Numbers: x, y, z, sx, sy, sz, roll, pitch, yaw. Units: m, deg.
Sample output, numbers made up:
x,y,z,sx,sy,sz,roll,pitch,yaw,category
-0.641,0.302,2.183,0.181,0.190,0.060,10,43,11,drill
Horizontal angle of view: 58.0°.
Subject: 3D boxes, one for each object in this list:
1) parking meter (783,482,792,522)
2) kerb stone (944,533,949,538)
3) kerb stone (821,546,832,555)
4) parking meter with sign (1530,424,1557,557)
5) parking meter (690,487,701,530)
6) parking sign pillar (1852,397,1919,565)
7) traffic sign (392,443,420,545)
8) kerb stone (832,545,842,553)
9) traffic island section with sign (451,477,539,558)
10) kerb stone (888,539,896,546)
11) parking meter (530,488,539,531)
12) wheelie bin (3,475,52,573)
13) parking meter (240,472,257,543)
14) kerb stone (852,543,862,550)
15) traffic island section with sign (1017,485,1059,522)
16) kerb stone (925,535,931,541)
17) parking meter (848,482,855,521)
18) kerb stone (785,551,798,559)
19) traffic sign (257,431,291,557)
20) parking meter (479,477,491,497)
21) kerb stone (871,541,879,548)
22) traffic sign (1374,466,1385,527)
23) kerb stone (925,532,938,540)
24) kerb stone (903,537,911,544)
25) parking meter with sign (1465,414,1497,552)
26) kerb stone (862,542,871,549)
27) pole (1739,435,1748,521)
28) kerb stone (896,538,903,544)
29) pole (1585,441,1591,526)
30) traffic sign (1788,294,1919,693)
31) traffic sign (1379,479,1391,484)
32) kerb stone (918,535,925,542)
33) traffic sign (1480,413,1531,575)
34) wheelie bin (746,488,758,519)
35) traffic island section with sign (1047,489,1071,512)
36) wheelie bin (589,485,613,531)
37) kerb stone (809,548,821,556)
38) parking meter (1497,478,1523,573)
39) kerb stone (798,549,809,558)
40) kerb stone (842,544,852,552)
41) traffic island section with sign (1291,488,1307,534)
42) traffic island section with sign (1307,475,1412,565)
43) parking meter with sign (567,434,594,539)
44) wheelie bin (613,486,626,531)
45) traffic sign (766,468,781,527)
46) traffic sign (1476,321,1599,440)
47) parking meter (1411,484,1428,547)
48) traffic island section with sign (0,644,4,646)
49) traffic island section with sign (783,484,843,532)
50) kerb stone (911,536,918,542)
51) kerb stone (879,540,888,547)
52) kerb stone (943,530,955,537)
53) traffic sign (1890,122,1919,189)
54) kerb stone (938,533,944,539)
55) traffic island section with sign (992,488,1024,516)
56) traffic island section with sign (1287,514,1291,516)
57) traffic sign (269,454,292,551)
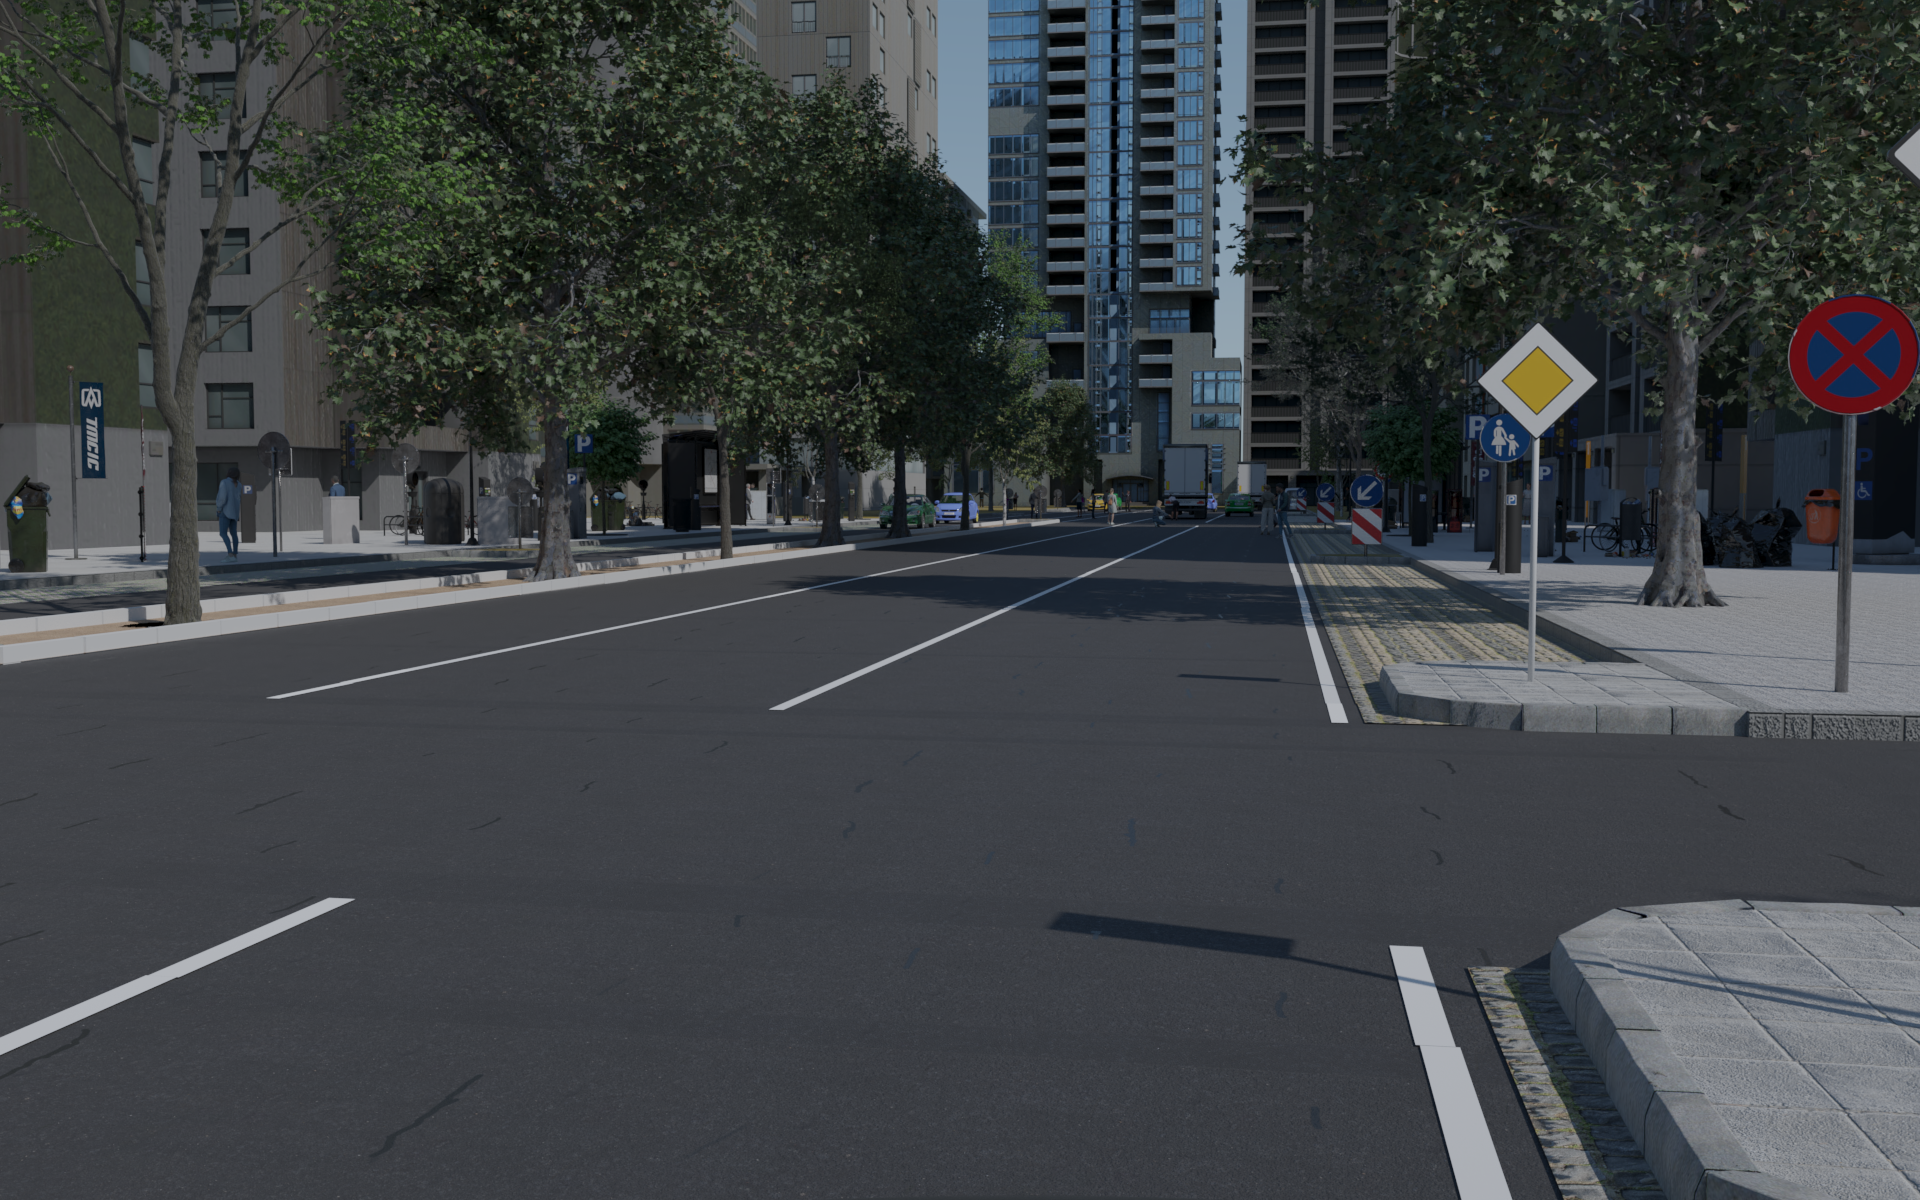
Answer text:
x,y,z,sx,sy,sz,roll,pitch,yaw,category
-8.053,-4.600,80.925,0.399,1.863,0.255,-2,4,-32,parking meter
-0.579,-2.087,56.403,0.120,0.150,1.000,1,4,10,kerb stone
-3.294,-1.166,41.266,0.120,0.150,1.000,1,4,10,kerb stone
12.071,-2.419,35.806,0.543,3.016,1.738,1,4,21,parking meter with sign
-9.349,-3.233,61.268,0.372,1.533,0.369,0,3,0,parking meter
17.009,-2.651,31.817,1.447,3.967,1.447,-2,4,-29,parking sign pillar
-13.870,-2.643,43.312,0.768,2.556,0.104,1,4,12,traffic sign
-3.112,-1.228,42.272,0.120,0.150,1.000,1,4,10,kerb stone
-10.334,-1.908,39.829,1.989,1.847,2.006,1,4,10,traffic island section with sign
-2.035,-1.596,48.328,0.120,0.150,1.000,1,4,10,kerb stone
-14.815,-3.179,60.395,0.372,1.533,0.369,0,3,0,parking meter
-15.318,-1.259,28.492,0.693,1.594,0.980,-2,4,-25,wheelie bin
-18.635,-2.426,45.378,0.399,1.863,0.255,-1,4,-20,parking meter
-2.751,-1.351,44.285,0.120,0.150,1.000,1,4,10,kerb stone
4.013,-4.874,87.821,2.006,1.907,1.989,1,4,10,traffic island section with sign
-1.121,-1.907,53.380,0.120,0.150,1.000,1,4,10,kerb stone
-5.124,-4.651,81.754,0.255,1.863,0.399,-1,4,-17,parking meter
-3.835,-0.980,38.239,0.120,0.150,1.000,1,4,10,kerb stone
-13.980,-2.151,35.282,0.768,2.556,0.104,1,4,14,traffic sign
-15.979,-3.214,58.263,0.399,1.863,0.255,3,5,43,parking meter
-2.393,-1.474,46.299,0.120,0.150,1.000,1,4,10,kerb stone
15.341,-3.825,62.651,0.768,2.556,0.104,1,4,14,traffic sign
-0.937,-1.969,54.385,0.120,0.150,1.000,1,4,10,kerb stone
-1.664,-1.721,50.350,0.120,0.150,1.000,1,4,10,kerb stone
11.842,-2.596,38.699,0.543,3.016,1.738,3,4,36,parking meter with sign
-2.570,-1.413,45.292,0.120,0.150,1.000,1,4,10,kerb stone
27.080,-4.038,59.870,0.158,3.312,0.155,0,3,0,pole
-1.847,-1.660,49.343,0.120,0.150,1.000,1,4,10,kerb stone
24.196,-4.460,66.766,0.158,3.312,0.155,0,3,0,pole
5.710,-0.675,11.143,0.768,2.556,0.104,1,4,16,traffic sign
20.932,-5.223,85.496,0.768,2.556,0.104,1,4,20,traffic sign
-1.297,-1.845,52.362,0.120,0.150,1.000,1,4,10,kerb stone
8.625,-1.674,27.468,0.768,2.556,0.104,1,4,13,traffic sign
-10.517,-4.870,87.526,0.980,1.594,0.693,2,4,26,wheelie bin
8.034,-8.167,142.158,1.989,1.847,2.006,1,4,10,traffic island section with sign
-12.444,-3.173,59.785,0.693,1.594,0.980,-1,4,-13,wheelie bin
-3.473,-1.104,40.253,0.120,0.150,1.000,1,4,10,kerb stone
8.922,-1.204,28.101,0.372,1.533,0.369,0,3,0,parking meter
-3.662,-1.040,39.248,0.120,0.150,1.000,1,4,10,kerb stone
-2.934,-1.288,43.279,0.120,0.150,1.000,1,4,10,kerb stone
13.077,-3.300,62.583,1.989,1.847,2.006,1,4,10,traffic island section with sign
8.313,-1.677,36.051,1.989,1.847,2.006,1,4,10,traffic island section with sign
-11.056,-3.269,49.701,0.543,3.016,1.738,0,4,8,parking meter with sign
-12.200,-3.249,61.025,0.980,1.594,0.693,1,4,20,wheelie bin
-7.336,-4.034,68.086,0.606,2.300,0.079,1,4,15,traffic sign
3.923,-0.585,11.762,0.795,2.593,0.064,1,4,10,traffic sign
11.259,-2.080,42.423,0.372,1.533,0.369,0,3,0,parking meter
-9.259,-0.350,13.859,2.006,1.907,1.989,1,4,10,traffic island section with sign
-5.570,-3.531,66.362,1.989,1.847,2.006,1,4,10,traffic island section with sign
-1.480,-1.784,51.356,0.120,0.150,1.000,1,4,10,kerb stone
-2.206,-1.536,47.310,0.120,0.150,1.000,1,4,10,kerb stone
-0.397,-2.153,57.417,0.120,0.150,1.000,1,4,10,kerb stone
2.512,-0.105,3.902,0.795,2.593,0.064,1,4,10,traffic sign
-0.754,-2.030,55.391,0.120,0.150,1.000,1,4,10,kerb stone
3.233,-6.530,115.399,1.989,1.847,2.006,1,4,10,traffic island section with sign
21.953,-6.322,111.996,1.989,1.847,2.006,1,4,10,traffic island section with sign
-15.177,-2.234,38.663,0.606,2.300,0.079,1,4,17,traffic sign
